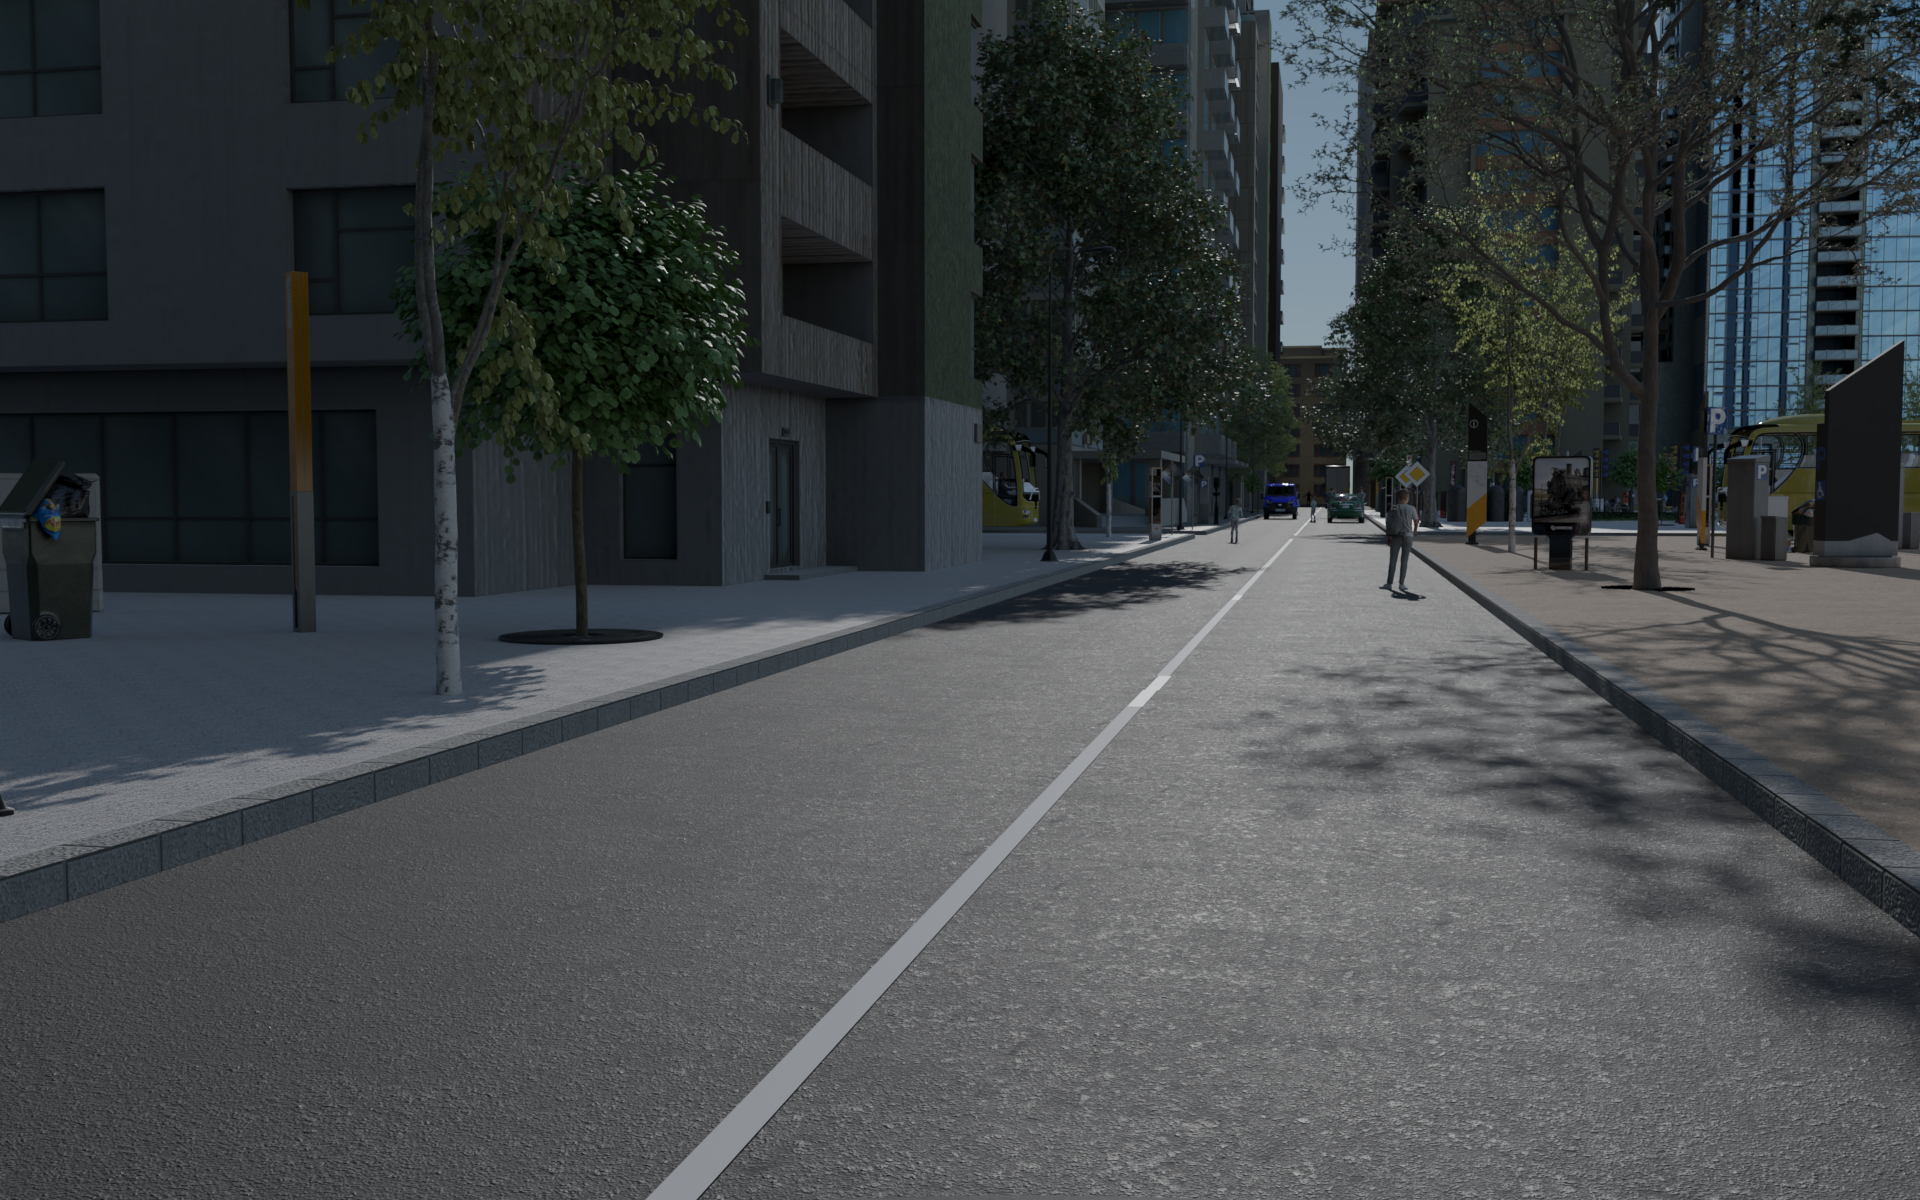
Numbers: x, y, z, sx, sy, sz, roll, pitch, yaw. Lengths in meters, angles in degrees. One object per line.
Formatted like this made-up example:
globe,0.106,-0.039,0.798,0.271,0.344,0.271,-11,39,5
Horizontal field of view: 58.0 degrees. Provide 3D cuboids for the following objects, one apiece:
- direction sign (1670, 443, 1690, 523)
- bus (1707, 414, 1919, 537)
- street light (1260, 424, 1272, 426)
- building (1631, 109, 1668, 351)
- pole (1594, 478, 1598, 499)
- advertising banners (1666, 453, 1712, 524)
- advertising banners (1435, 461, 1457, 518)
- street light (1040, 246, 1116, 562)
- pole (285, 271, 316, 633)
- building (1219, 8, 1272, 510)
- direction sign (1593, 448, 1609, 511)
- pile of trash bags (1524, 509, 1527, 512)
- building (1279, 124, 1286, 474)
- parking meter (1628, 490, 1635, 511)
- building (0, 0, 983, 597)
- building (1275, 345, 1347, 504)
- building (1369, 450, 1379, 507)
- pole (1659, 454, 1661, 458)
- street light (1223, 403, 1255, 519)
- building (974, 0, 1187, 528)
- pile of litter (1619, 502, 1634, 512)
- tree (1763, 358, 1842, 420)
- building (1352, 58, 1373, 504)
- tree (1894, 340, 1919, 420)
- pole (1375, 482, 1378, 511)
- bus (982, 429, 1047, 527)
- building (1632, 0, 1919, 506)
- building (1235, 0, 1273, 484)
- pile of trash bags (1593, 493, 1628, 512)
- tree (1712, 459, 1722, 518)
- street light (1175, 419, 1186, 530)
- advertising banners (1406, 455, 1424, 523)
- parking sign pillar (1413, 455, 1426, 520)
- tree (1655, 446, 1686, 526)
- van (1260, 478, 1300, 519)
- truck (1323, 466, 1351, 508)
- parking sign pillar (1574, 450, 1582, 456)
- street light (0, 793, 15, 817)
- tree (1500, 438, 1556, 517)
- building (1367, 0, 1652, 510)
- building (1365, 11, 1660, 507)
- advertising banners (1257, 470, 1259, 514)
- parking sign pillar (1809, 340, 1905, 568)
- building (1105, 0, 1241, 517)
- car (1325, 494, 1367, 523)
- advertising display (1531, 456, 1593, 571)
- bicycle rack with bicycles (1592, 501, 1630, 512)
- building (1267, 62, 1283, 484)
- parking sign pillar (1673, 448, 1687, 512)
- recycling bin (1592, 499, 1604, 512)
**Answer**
direction sign,31.916,-5.191,76.862,0.876,3.537,0.379,0,4,-2
bus,29.581,-3.754,52.927,12.252,3.916,2.896,1,4,12
street light,19.944,-8.688,114.589,1.470,5.913,1.316,1,4,12
building,90.627,-36.274,216.776,21.600,48.544,21.300,1,4,12
pole,42.485,-7.453,115.697,0.158,3.312,0.155,0,3,0
advertising banners,30.826,-4.731,73.539,2.074,3.025,0.090,1,4,17
advertising banners,25.625,-5.846,91.775,0.090,3.025,2.074,-1,4,-22
street light,2.232,-3.682,32.746,1.470,5.913,1.316,1,4,12
pole,-6.100,-1.357,16.023,0.158,3.312,0.155,0,3,0
building,18.224,-28.125,143.433,14.154,41.232,14.086,1,4,12
direction sign,31.482,-5.697,85.148,0.876,3.537,0.379,-1,4,-15
pile of trash bags,40.440,-6.842,121.627,1.912,1.369,3.447,1,4,19
building,21.848,-35.508,200.167,30.456,49.044,23.786,1,4,12
parking meter,44.209,-6.463,114.074,0.372,1.533,0.369,0,3,0
building,-7.882,-15.622,27.123,14.160,30.474,14.107,1,4,12
building,37.022,-23.689,232.352,28.899,21.520,27.650,1,4,12
building,48.181,-24.530,172.759,14.160,30.474,14.107,1,4,12
pole,35.354,-5.722,87.397,0.158,3.312,0.155,0,3,0
street light,14.091,-7.056,87.900,1.470,5.913,1.316,1,4,12
building,-6.648,-23.491,75.965,32.217,40.220,23.993,1,4,12
pile of litter,34.927,-4.693,90.698,1.176,0.858,1.719,-2,4,-29
tree,46.083,-8.821,94.584,4.737,8.622,4.395,0,3,0
building,65.345,-41.626,222.591,28.212,58.520,21.231,1,4,12
tree,45.360,-8.070,82.314,4.737,8.622,4.395,0,3,0
pole,31.099,-8.279,129.206,0.158,3.312,0.155,0,3,0
bus,-3.124,-4.214,60.442,12.252,3.916,2.896,1,4,13
building,89.970,-53.430,186.253,31.000,86.520,22.319,1,4,12
building,18.740,-44.151,160.121,20.563,71.187,20.611,1,4,12
pile of trash bags,45.017,-6.730,119.781,1.912,1.369,3.447,-2,4,-24
tree,41.365,-6.118,94.639,1.663,3.219,1.824,0,3,0
street light,8.427,-5.457,61.770,1.470,5.913,1.316,1,4,12
advertising banners,20.423,-4.964,77.357,0.090,3.025,2.074,3,5,44
parking sign pillar,23.544,-6.079,87.869,1.447,3.967,1.447,-3,5,-43
tree,28.602,-4.624,70.199,1.663,3.219,1.824,0,3,0
van,18.621,-5.881,100.530,2.240,2.365,5.245,1,4,11
truck,38.703,-11.556,177.850,2.839,4.237,11.283,1,4,12
parking sign pillar,37.604,-7.235,106.762,1.447,3.967,1.447,0,4,-6
street light,-3.443,-2.084,6.618,1.470,5.913,1.316,1,4,12
tree,31.658,-6.897,96.483,4.285,4.588,4.351,0,3,0
building,46.917,-30.326,150.451,22.147,44.769,28.867,1,4,12
building,59.250,-36.801,190.937,28.713,52.752,27.495,1,4,12
advertising banners,19.360,-7.111,112.454,0.090,3.025,2.074,1,4,8
parking sign pillar,15.846,-2.574,30.554,1.447,3.967,1.447,0,4,1
building,5.937,-29.929,108.955,23.786,49.044,30.456,1,4,12
car,19.543,-4.644,87.734,2.131,1.459,4.920,1,4,12
advertising display,10.171,-1.472,29.283,0.974,1.923,0.123,3,4,35
bicycle rack with bicycles,32.323,-4.531,87.456,2.925,0.926,2.852,-3,4,-37
building,25.820,-32.307,178.324,14.600,45.320,14.200,1,4,12
parking sign pillar,42.203,-6.911,101.464,1.447,3.967,1.447,1,4,10
recycling bin,33.865,-4.892,92.532,0.722,1.027,0.722,-3,4,-36
